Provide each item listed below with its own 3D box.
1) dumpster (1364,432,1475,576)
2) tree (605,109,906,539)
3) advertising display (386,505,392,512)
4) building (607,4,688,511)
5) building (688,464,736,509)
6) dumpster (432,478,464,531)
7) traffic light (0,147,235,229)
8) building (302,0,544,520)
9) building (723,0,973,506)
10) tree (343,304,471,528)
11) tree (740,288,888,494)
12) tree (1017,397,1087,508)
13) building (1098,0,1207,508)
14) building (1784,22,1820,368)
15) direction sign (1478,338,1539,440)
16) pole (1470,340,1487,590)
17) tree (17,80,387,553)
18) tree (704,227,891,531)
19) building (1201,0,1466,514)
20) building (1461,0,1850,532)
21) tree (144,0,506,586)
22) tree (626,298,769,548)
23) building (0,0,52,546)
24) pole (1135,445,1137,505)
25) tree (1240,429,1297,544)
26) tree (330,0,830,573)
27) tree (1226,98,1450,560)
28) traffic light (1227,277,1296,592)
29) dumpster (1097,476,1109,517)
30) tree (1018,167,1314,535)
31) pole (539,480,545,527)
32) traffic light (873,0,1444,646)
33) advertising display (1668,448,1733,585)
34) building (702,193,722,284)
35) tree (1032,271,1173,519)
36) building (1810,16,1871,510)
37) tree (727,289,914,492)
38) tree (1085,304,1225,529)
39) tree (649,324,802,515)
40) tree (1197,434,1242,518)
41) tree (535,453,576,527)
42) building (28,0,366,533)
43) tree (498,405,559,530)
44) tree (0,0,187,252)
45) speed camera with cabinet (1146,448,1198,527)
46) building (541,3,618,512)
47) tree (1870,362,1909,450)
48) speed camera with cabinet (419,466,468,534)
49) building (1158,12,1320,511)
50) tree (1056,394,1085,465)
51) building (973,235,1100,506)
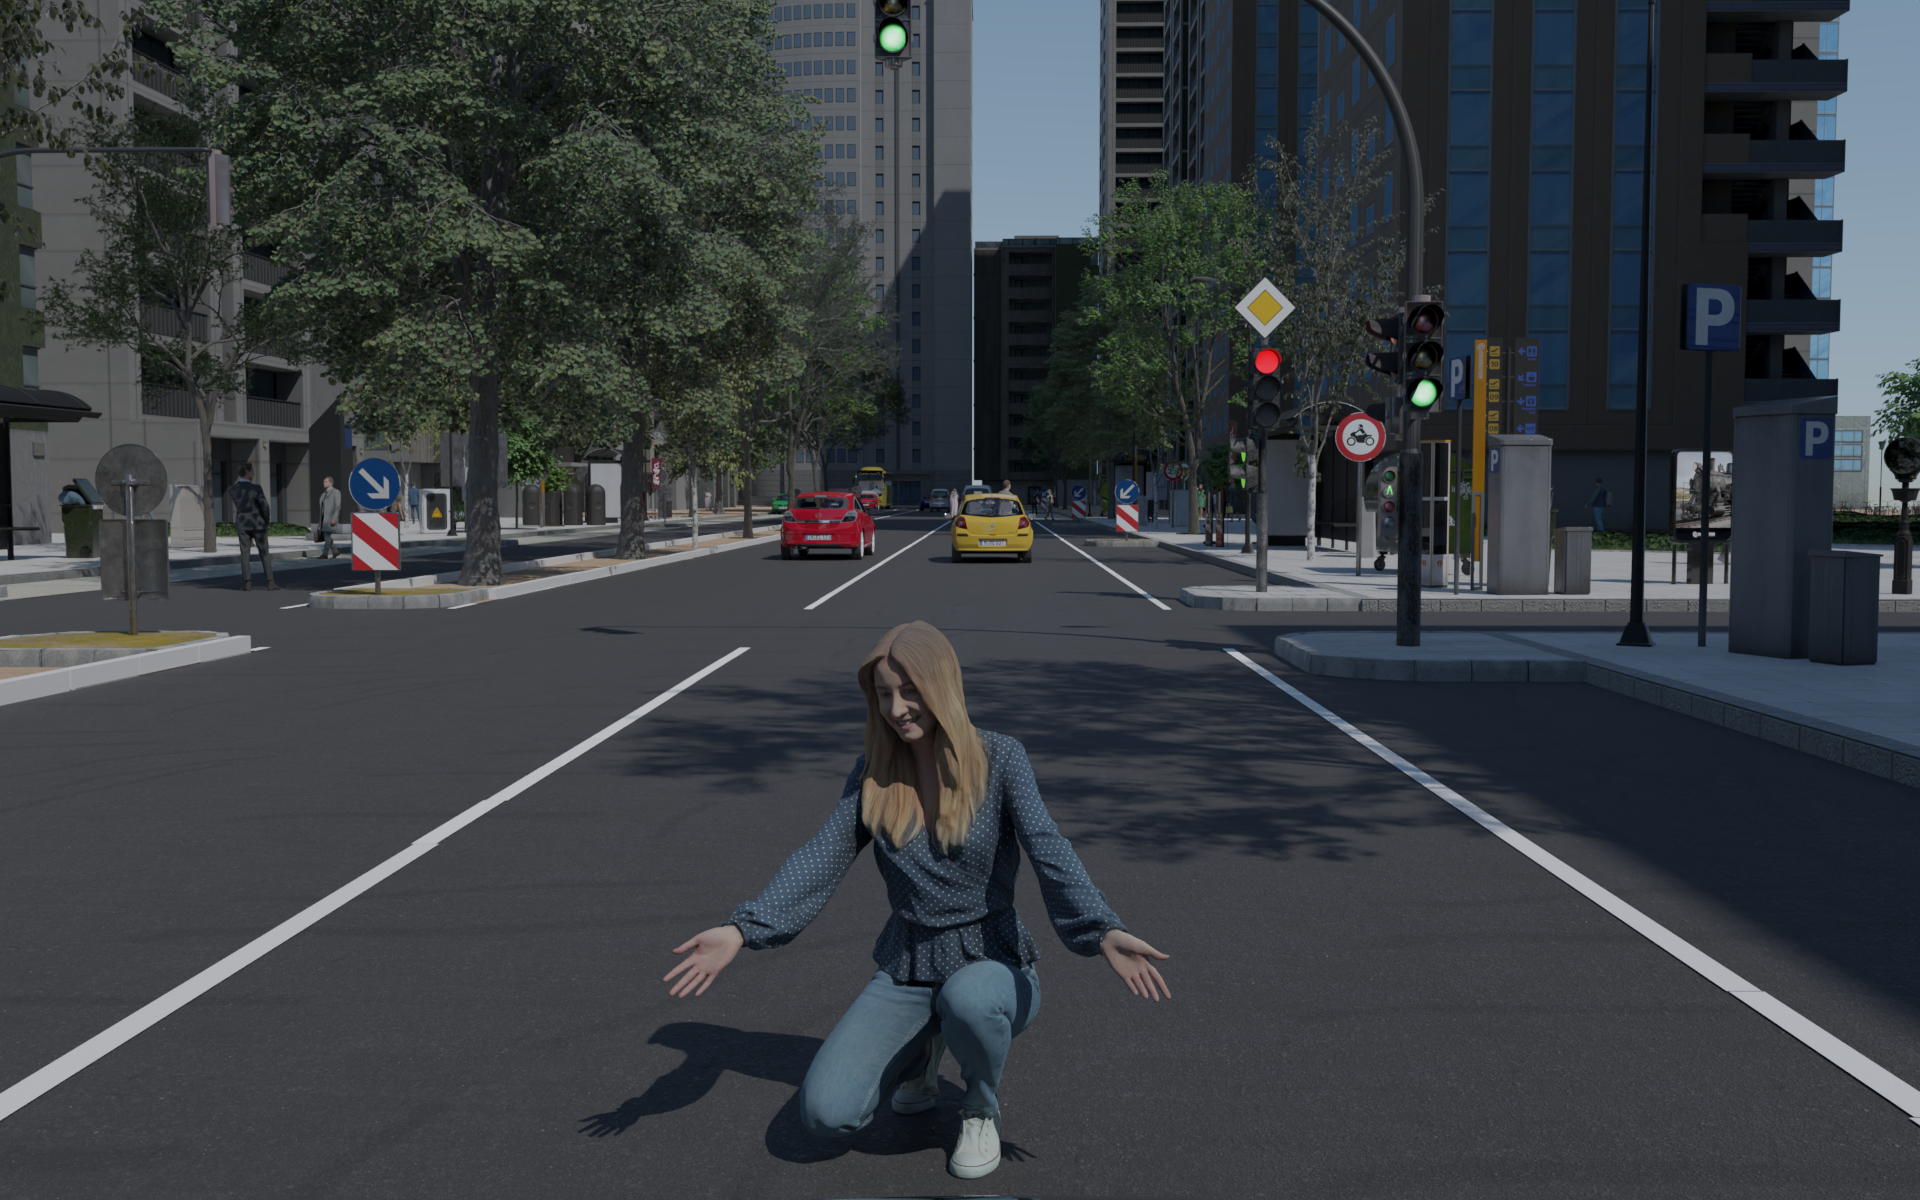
[{"bbox_3d":[7.483,-1.562,28.030,1.502,2.255,1.985,0,4,1],"label":"dumpster"},{"bbox_3d":[-6.758,-8.690,54.907,12.009,13.543,11.850,0,3,0],"label":"tree"},{"bbox_3d":[-15.830,-2.619,48.037,0.123,1.923,0.974,-1,4,-16],"label":"advertising display"},{"bbox_3d":[-29.406,-27.534,133.767,14.154,41.232,14.086,0,4,1],"label":"building"},{"bbox_3d":[-37.241,-51.398,153.027,31.000,86.520,22.319,0,4,1],"label":"building"},{"bbox_3d":[-17.051,-3.470,59.223,1.502,2.255,1.985,0,4,1],"label":"dumpster"},{"bbox_3d":[-12.036,-2.950,22.894,4.771,5.953,1.251,0,4,1],"label":"traffic light"},{"bbox_3d":[-30.811,-19.539,91.157,14.160,30.474,14.107,0,4,1],"label":"building"},{"bbox_3d":[-12.619,-40.199,199.251,28.212,58.520,21.231,0,4,1],"label":"building"},{"bbox_3d":[-21.086,-7.045,65.545,4.737,8.622,4.395,0,3,0],"label":"tree"},{"bbox_3d":[-12.785,-17.172,136.648,12.611,20.169,13.585,0,3,0],"label":"tree"},{"bbox_3d":[8.693,-13.820,160.374,7.601,10.594,8.767,-2,4,-28],"label":"tree"},{"bbox_3d":[26.679,-46.447,197.656,20.611,71.187,20.563,0,4,1],"label":"building"},{"bbox_3d":[27.755,-39.594,85.618,20.563,71.187,20.611,0,4,1],"label":"building"},{"bbox_3d":[7.954,-2.031,25.209,0.876,3.537,0.379,0,4,0],"label":"direction sign"},{"bbox_3d":[6.897,-1.786,23.041,0.158,3.312,0.155,0,3,0],"label":"pole"},{"bbox_3d":[-16.359,-6.334,37.973,8.767,10.594,7.601,0,4,8],"label":"tree"},{"bbox_3d":[-6.427,-8.442,66.242,9.928,11.665,9.643,0,3,0],"label":"tree"},{"bbox_3d":[23.923,-28.417,114.721,14.600,45.320,14.200,0,4,1],"label":"building"},{"bbox_3d":[21.001,-25.142,61.177,14.600,45.320,14.200,0,4,1],"label":"building"},{"bbox_3d":[-7.501,-7.198,26.803,9.857,13.997,8.962,0,3,0],"label":"tree"},{"bbox_3d":[-6.936,-5.645,45.112,4.737,8.622,4.395,0,3,0],"label":"tree"},{"bbox_3d":[-30.637,-16.235,37.151,14.160,30.474,14.107,0,4,1],"label":"building"},{"bbox_3d":[7.303,-4.799,72.308,0.158,3.312,0.155,0,3,0],"label":"pole"},{"bbox_3d":[7.929,-3.047,44.424,1.663,3.219,1.824,0,3,0],"label":"tree"},{"bbox_3d":[-7.208,-7.857,37.570,9.857,13.997,8.962,0,3,0],"label":"tree"},{"bbox_3d":[7.025,-5.076,33.361,4.360,8.622,3.978,0,3,0],"label":"tree"},{"bbox_3d":[3.928,-2.058,22.561,0.839,4.253,0.868,0,4,1],"label":"traffic light"},{"bbox_3d":[8.411,-5.718,95.978,1.502,2.255,1.985,0,4,1],"label":"dumpster"},{"bbox_3d":[7.398,-7.882,54.619,9.928,11.665,9.643,0,3,0],"label":"tree"},{"bbox_3d":[-16.206,-4.482,67.124,0.158,3.312,0.155,0,3,0],"label":"pole"},{"bbox_3d":[1.678,-2.435,14.477,4.771,5.953,1.251,0,4,1],"label":"traffic light"},{"bbox_3d":[10.540,-1.187,24.623,0.974,1.923,0.123,-1,4,-13],"label":"advertising display"},{"bbox_3d":[-41.743,-33.362,200.098,28.867,44.769,22.147,0,4,1],"label":"building"},{"bbox_3d":[7.410,-10.441,88.845,7.486,12.596,7.792,0,3,0],"label":"tree"},{"bbox_3d":[61.191,-51.270,150.930,31.000,86.520,22.319,0,4,1],"label":"building"},{"bbox_3d":[-6.153,-8.456,75.118,8.767,10.594,7.601,0,4,1],"label":"tree"},{"bbox_3d":[7.198,-6.868,62.648,4.737,8.622,4.395,0,3,0],"label":"tree"},{"bbox_3d":[-15.118,-11.722,108.663,9.611,12.733,9.660,0,3,0],"label":"tree"},{"bbox_3d":[14.599,-6.764,94.312,4.285,4.588,4.351,0,3,0],"label":"tree"},{"bbox_3d":[-16.149,-4.512,68.374,1.663,3.219,1.824,0,3,0],"label":"tree"},{"bbox_3d":[-34.704,-38.313,64.674,20.563,71.187,20.611,0,4,1],"label":"building"},{"bbox_3d":[-16.200,-4.841,62.871,4.285,4.588,4.351,0,3,0],"label":"tree"},{"bbox_3d":[-7.595,-3.602,11.705,4.360,8.622,3.978,0,3,0],"label":"tree"},{"bbox_3d":[8.401,-4.540,68.561,2.038,3.252,0.660,-1,4,-20],"label":"speed camera with cabinet"},{"bbox_3d":[-37.321,-31.979,112.095,28.713,52.752,27.495,0,4,1],"label":"building"},{"bbox_3d":[17.422,-2.795,29.409,4.285,4.588,4.351,0,3,0],"label":"tree"},{"bbox_3d":[-16.537,-3.797,56.424,2.038,3.252,0.660,-2,4,-27],"label":"speed camera with cabinet"},{"bbox_3d":[27.017,-43.741,153.424,20.563,71.187,20.611,0,4,1],"label":"building"},{"bbox_3d":[8.425,-9.760,109.945,4.737,8.622,4.395,0,3,0],"label":"tree"},{"bbox_3d":[8.471,-25.973,196.358,14.107,30.474,14.160,0,4,1],"label":"building"}]
